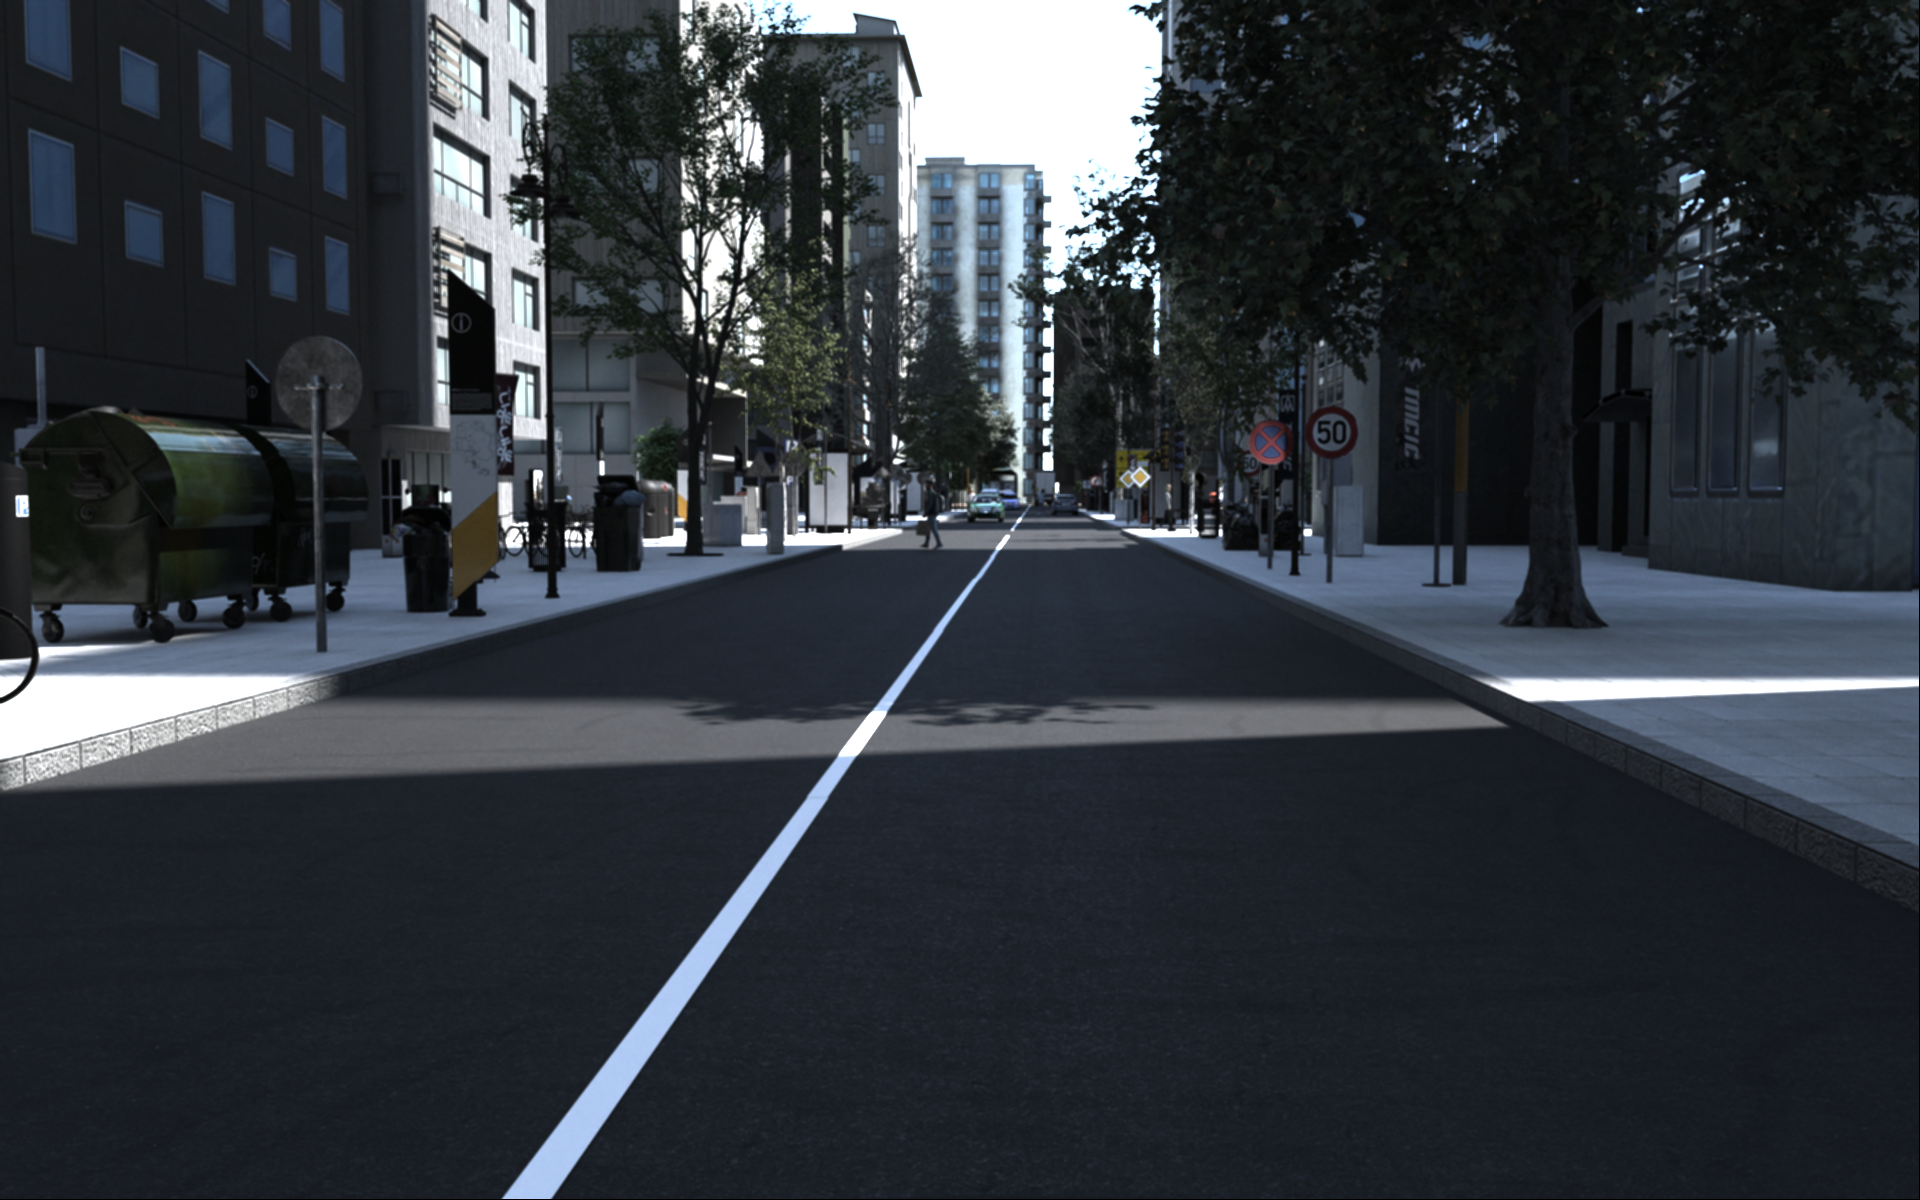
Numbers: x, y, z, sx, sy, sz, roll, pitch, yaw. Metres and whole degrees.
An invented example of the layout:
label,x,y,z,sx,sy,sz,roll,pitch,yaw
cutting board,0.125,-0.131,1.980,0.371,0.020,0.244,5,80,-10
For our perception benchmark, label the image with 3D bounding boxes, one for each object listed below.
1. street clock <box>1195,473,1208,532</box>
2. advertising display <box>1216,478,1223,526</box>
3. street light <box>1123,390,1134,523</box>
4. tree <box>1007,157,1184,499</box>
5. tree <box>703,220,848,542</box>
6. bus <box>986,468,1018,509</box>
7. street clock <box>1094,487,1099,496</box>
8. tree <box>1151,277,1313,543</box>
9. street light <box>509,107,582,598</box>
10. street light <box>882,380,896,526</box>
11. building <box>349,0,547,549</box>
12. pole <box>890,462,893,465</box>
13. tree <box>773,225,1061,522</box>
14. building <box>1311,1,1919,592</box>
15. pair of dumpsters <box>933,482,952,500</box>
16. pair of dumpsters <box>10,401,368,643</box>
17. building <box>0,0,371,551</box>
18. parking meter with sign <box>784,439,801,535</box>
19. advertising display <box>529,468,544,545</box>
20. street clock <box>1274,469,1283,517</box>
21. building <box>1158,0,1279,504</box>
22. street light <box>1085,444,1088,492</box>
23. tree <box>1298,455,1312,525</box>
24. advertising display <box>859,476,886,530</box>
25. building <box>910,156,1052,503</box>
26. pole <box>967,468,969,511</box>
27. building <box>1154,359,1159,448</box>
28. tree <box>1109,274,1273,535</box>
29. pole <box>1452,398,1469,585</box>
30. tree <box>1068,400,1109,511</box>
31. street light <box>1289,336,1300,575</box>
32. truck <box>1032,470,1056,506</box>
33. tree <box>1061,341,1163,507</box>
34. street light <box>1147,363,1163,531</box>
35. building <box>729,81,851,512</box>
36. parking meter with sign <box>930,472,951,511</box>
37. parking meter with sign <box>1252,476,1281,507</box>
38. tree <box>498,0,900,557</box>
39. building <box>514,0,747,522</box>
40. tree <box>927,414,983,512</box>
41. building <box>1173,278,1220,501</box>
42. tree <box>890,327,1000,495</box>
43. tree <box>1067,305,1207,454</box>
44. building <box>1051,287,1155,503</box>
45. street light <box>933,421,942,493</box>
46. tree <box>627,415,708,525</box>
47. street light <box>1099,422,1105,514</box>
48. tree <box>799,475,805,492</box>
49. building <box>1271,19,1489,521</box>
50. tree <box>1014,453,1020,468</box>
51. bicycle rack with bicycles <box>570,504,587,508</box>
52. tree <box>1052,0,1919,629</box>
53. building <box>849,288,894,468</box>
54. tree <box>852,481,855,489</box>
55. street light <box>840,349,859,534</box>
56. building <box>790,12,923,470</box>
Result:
label,x,y,z,sx,sy,sz,roll,pitch,yaw
street clock,8.232,-3.345,59.260,0.358,2.002,0.471,-3,5,-43
advertising display,10.534,-3.958,69.932,0.123,1.923,0.974,2,4,26
street light,7.537,-6.393,77.314,0.468,5.910,1.993,0,4,3
tree,8.049,-14.963,100.542,12.611,20.169,13.585,0,3,0
tree,-4.800,-5.865,46.249,4.737,8.622,4.395,0,3,0
bus,4.140,-10.635,165.435,2.896,3.916,12.252,0,4,3
street clock,11.359,-8.538,144.167,0.358,2.002,0.471,-2,4,-31
tree,7.169,-5.792,45.056,4.737,8.622,4.395,0,3,0
street light,-5.037,-2.963,21.226,0.468,5.910,1.993,0,4,3
street light,-2.875,-5.964,70.295,0.468,5.910,1.993,0,4,3
building,-19.106,-22.177,46.196,14.086,41.232,14.154,0,4,3
pole,-4.207,-6.897,106.614,0.158,3.312,0.155,0,3,0
tree,-3.277,-10.280,78.448,12.009,13.543,11.850,0,3,0
building,21.363,-44.191,35.200,22.319,86.520,31.000,0,4,3
pair of dumpsters,-1.493,-8.059,134.262,1.574,2.255,4.437,0,4,3
pair of dumpsters,-7.330,-0.879,16.872,1.574,2.255,4.437,0,4,2
building,-20.506,-23.303,31.109,14.600,45.320,14.200,0,4,3
parking meter with sign,-5.332,-3.558,54.430,0.543,3.016,1.738,0,4,-1
advertising display,-10.682,-2.353,43.687,0.123,1.923,0.974,0,4,0
street clock,9.277,-2.845,51.094,0.471,2.002,0.358,-1,4,-15
building,30.387,-38.535,172.052,21.231,58.520,28.212,0,4,3
street light,10.624,-10.488,144.259,0.468,5.910,1.993,0,4,3
tree,14.983,-4.727,71.883,1.663,3.219,1.824,0,3,0
advertising display,-3.138,-3.491,62.288,0.974,1.923,0.123,0,4,2
building,-2.106,-38.449,248.250,30.456,49.044,23.786,0,4,3
pole,0.638,-8.633,134.997,0.158,3.312,0.155,0,3,0
building,41.674,-24.646,248.000,28.899,21.520,27.650,0,4,3
tree,7.552,-6.380,54.668,4.360,8.622,3.978,0,3,0
pole,7.065,-1.869,24.400,0.158,3.312,0.155,0,3,0
tree,10.168,-10.905,128.657,4.360,8.622,3.978,0,3,0
street light,5.297,-3.330,27.231,0.468,5.910,1.993,0,4,3
truck,10.200,-13.473,209.191,2.839,4.237,11.283,0,4,2
tree,11.229,-13.819,136.303,12.009,13.543,11.850,0,3,0
street light,6.799,-5.371,60.611,0.468,5.910,1.993,0,4,3
building,-15.494,-21.486,123.001,14.160,30.474,14.107,0,4,3
parking meter with sign,-1.622,-8.679,138.163,1.738,3.016,0.543,0,4,7
parking meter with sign,13.033,-4.818,75.038,1.738,3.016,0.543,1,4,18
tree,-5.357,-6.725,35.702,9.928,11.665,9.643,0,3,0
building,-25.357,-30.685,90.942,28.713,52.752,27.495,0,4,3
tree,-0.632,-10.651,124.512,4.737,8.622,4.395,0,3,0
building,25.595,-23.223,151.399,14.160,30.474,14.107,0,4,3
tree,-1.208,-12.105,116.046,7.486,12.596,7.792,0,3,0
tree,8.755,-9.278,86.100,7.601,10.594,8.767,-2,4,-25
building,19.932,-28.823,242.949,14.107,30.474,14.160,0,4,3
street light,-1.344,-8.005,103.673,0.468,5.910,1.993,0,4,3
tree,-12.287,-5.420,72.326,4.285,4.588,4.351,0,3,0
street light,9.099,-8.446,110.880,0.468,5.910,1.993,0,4,3
tree,-7.844,-5.979,92.354,1.663,3.219,1.824,0,3,0
building,23.169,-26.499,83.373,14.200,45.320,14.600,0,4,3
tree,3.387,-17.325,217.667,8.767,10.594,7.601,0,4,2
bicycle rack with bicycles,-13.055,-2.809,59.317,2.925,0.926,2.852,0,4,5
tree,5.685,-6.092,16.608,9.611,12.733,9.660,0,3,0
building,-21.116,-19.306,160.686,27.650,21.520,28.899,0,4,3
tree,-7.170,-6.841,106.455,1.663,3.219,1.824,0,3,0
street light,-3.534,-5.040,55.184,0.468,5.910,1.993,0,4,3
building,-18.855,-37.324,199.487,27.495,52.752,28.713,0,4,3
